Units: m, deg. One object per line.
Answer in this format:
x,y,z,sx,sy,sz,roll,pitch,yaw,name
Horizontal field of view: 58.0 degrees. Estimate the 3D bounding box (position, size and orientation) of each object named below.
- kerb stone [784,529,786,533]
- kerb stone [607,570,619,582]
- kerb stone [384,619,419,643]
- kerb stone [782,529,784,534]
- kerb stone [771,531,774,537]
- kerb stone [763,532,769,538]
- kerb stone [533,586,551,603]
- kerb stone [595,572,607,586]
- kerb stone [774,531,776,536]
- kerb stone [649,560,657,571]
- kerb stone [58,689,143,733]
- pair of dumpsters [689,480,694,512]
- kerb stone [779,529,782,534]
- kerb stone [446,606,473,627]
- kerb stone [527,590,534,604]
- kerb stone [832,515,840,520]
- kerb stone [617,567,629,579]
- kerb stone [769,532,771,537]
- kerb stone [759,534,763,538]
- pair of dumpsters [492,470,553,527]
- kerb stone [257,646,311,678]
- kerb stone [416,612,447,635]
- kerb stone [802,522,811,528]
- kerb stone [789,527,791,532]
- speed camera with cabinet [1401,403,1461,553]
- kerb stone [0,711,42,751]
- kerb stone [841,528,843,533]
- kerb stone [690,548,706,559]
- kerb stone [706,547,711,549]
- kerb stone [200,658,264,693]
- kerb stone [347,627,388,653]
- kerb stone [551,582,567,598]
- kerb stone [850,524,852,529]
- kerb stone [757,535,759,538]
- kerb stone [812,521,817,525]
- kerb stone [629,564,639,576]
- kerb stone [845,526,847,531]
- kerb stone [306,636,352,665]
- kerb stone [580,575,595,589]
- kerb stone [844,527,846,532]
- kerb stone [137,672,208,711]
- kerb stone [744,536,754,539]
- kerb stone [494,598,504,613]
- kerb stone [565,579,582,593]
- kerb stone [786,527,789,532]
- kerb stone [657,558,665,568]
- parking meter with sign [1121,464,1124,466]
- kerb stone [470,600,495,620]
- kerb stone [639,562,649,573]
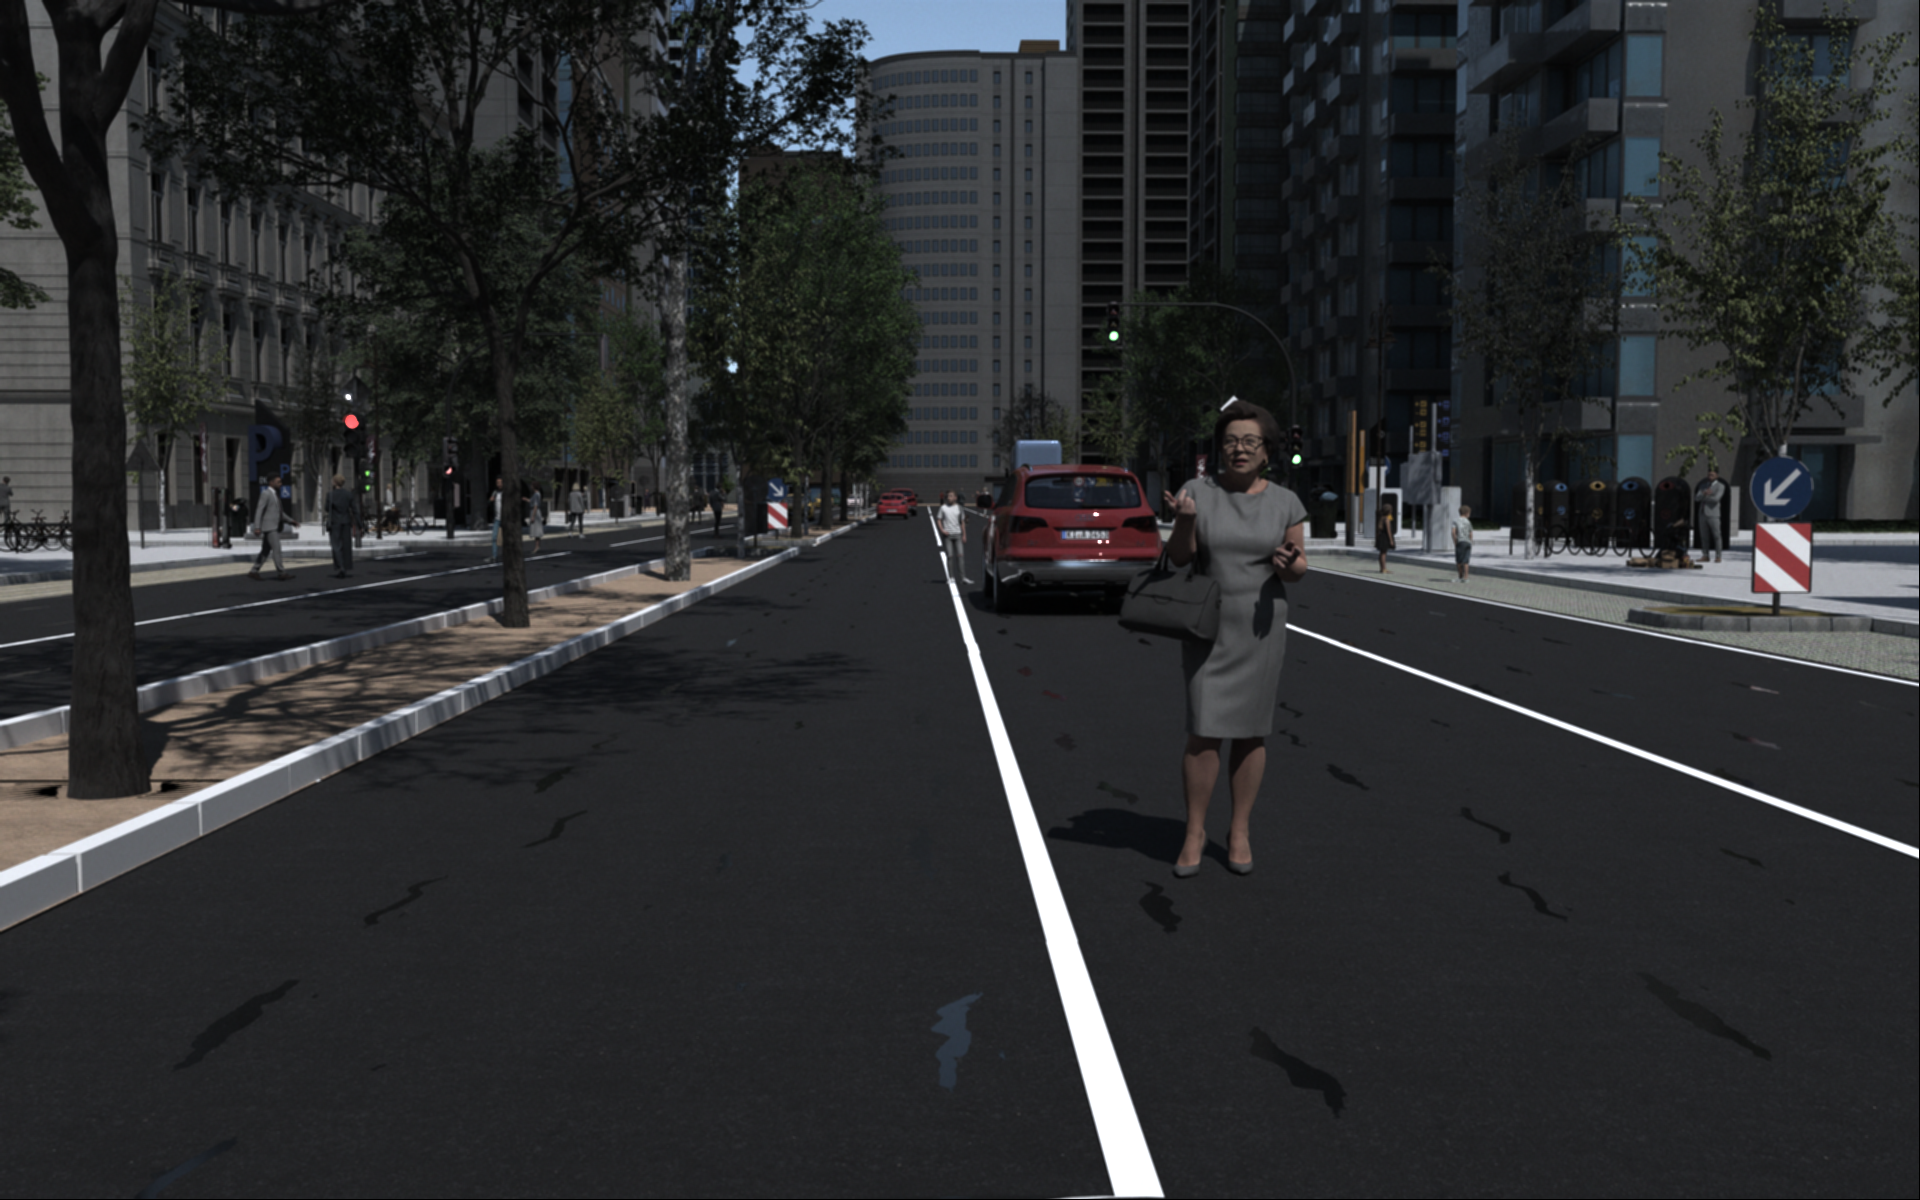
-6.460,-2.469,62.559,0.120,0.150,1.000,0,4,-1,kerb stone
-5.746,-0.365,28.192,0.120,0.150,1.000,0,4,-1,kerb stone
-5.524,0.321,16.940,0.120,0.150,1.000,0,4,-1,kerb stone
-6.435,-2.404,61.536,0.120,0.150,1.000,0,4,-1,kerb stone
-6.349,-2.155,57.432,0.120,0.150,1.000,0,4,-1,kerb stone
-6.310,-2.029,55.386,0.120,0.150,1.000,0,4,-1,kerb stone
-5.645,-0.052,23.072,0.120,0.150,1.000,0,4,-1,kerb stone
-5.735,-0.304,27.170,0.120,0.150,1.000,0,4,-1,kerb stone
-6.369,-2.217,58.454,0.120,0.150,1.000,0,4,-1,kerb stone
-5.830,-0.618,32.299,0.120,0.150,1.000,0,4,-1,kerb stone
-5.397,0.704,10.795,0.120,0.150,1.000,0,4,-1,kerb stone
-19.275,-7.188,120.015,1.574,2.255,4.437,0,4,-1,pair of dumpsters
-6.404,-2.338,60.504,0.120,0.150,1.000,0,4,-1,kerb stone
-5.558,0.196,18.984,0.120,0.150,1.000,0,4,-1,kerb stone
-5.626,0.010,22.049,0.120,0.150,1.000,0,4,-1,kerb stone
-7.249,-4.850,101.497,0.120,0.150,1.000,0,4,-1,kerb stone
-5.772,-0.429,29.214,0.120,0.150,1.000,0,4,-1,kerb stone
-6.332,-2.085,56.408,0.120,0.150,1.000,0,4,-1,kerb stone
-6.265,-1.905,53.335,0.120,0.150,1.000,0,4,-1,kerb stone
-17.436,-4.069,69.016,1.574,2.255,4.437,0,4,-1,pair of dumpsters
-5.461,0.509,13.875,0.120,0.150,1.000,0,4,-1,kerb stone
-5.544,0.259,17.962,0.120,0.150,1.000,0,4,-1,kerb stone
-6.736,-3.281,75.869,0.120,0.150,1.000,0,4,-1,kerb stone
-6.503,-2.594,64.606,0.120,0.150,1.000,0,4,-1,kerb stone
10.540,-2.698,38.456,0.660,3.252,2.038,2,4,33,speed camera with cabinet
-5.375,0.763,9.765,0.120,0.150,1.000,0,4,-1,kerb stone
-4.329,-2.407,61.551,0.120,0.150,1.000,0,4,-1,kerb stone
-5.977,-1.056,39.468,0.120,0.150,1.000,0,4,-1,kerb stone
-6.006,-1.109,40.490,0.120,0.150,1.000,0,4,-1,kerb stone
-5.437,0.572,12.847,0.120,0.150,1.000,0,4,-1,kerb stone
-5.498,0.384,15.918,0.120,0.150,1.000,0,4,-1,kerb stone
-5.670,-0.113,24.105,0.120,0.150,1.000,0,4,-1,kerb stone
-4.473,-2.846,68.732,0.120,0.150,1.000,0,4,-1,kerb stone
-6.246,-1.842,52.310,0.120,0.150,1.000,0,4,-1,kerb stone
-6.807,-3.533,79.961,0.120,0.150,1.000,0,4,-1,kerb stone
-5.799,-0.492,30.248,0.120,0.150,1.000,0,4,-1,kerb stone
-4.395,-2.596,64.632,0.120,0.150,1.000,0,4,-1,kerb stone
-5.481,0.446,14.897,0.120,0.150,1.000,0,4,-1,kerb stone
-5.709,-0.242,26.148,0.120,0.150,1.000,0,4,-1,kerb stone
-4.365,-2.533,63.610,0.120,0.150,1.000,0,4,-1,kerb stone
-5.420,0.637,11.825,0.120,0.150,1.000,0,4,-1,kerb stone
-6.225,-1.777,51.284,0.120,0.150,1.000,0,4,-1,kerb stone
-5.603,0.071,21.027,0.120,0.150,1.000,0,4,-1,kerb stone
-5.686,-0.177,25.126,0.120,0.150,1.000,0,4,-1,kerb stone
-6.475,-2.531,63.585,0.120,0.150,1.000,0,4,-1,kerb stone
-5.857,-0.680,33.321,0.120,0.150,1.000,0,4,-1,kerb stone
9.479,-6.421,101.244,0.543,3.016,1.738,1,4,18,parking meter with sign
-5.582,0.134,20.005,0.120,0.150,1.000,0,4,-1,kerb stone
-5.809,-0.555,31.273,0.120,0.150,1.000,0,4,-1,kerb stone
